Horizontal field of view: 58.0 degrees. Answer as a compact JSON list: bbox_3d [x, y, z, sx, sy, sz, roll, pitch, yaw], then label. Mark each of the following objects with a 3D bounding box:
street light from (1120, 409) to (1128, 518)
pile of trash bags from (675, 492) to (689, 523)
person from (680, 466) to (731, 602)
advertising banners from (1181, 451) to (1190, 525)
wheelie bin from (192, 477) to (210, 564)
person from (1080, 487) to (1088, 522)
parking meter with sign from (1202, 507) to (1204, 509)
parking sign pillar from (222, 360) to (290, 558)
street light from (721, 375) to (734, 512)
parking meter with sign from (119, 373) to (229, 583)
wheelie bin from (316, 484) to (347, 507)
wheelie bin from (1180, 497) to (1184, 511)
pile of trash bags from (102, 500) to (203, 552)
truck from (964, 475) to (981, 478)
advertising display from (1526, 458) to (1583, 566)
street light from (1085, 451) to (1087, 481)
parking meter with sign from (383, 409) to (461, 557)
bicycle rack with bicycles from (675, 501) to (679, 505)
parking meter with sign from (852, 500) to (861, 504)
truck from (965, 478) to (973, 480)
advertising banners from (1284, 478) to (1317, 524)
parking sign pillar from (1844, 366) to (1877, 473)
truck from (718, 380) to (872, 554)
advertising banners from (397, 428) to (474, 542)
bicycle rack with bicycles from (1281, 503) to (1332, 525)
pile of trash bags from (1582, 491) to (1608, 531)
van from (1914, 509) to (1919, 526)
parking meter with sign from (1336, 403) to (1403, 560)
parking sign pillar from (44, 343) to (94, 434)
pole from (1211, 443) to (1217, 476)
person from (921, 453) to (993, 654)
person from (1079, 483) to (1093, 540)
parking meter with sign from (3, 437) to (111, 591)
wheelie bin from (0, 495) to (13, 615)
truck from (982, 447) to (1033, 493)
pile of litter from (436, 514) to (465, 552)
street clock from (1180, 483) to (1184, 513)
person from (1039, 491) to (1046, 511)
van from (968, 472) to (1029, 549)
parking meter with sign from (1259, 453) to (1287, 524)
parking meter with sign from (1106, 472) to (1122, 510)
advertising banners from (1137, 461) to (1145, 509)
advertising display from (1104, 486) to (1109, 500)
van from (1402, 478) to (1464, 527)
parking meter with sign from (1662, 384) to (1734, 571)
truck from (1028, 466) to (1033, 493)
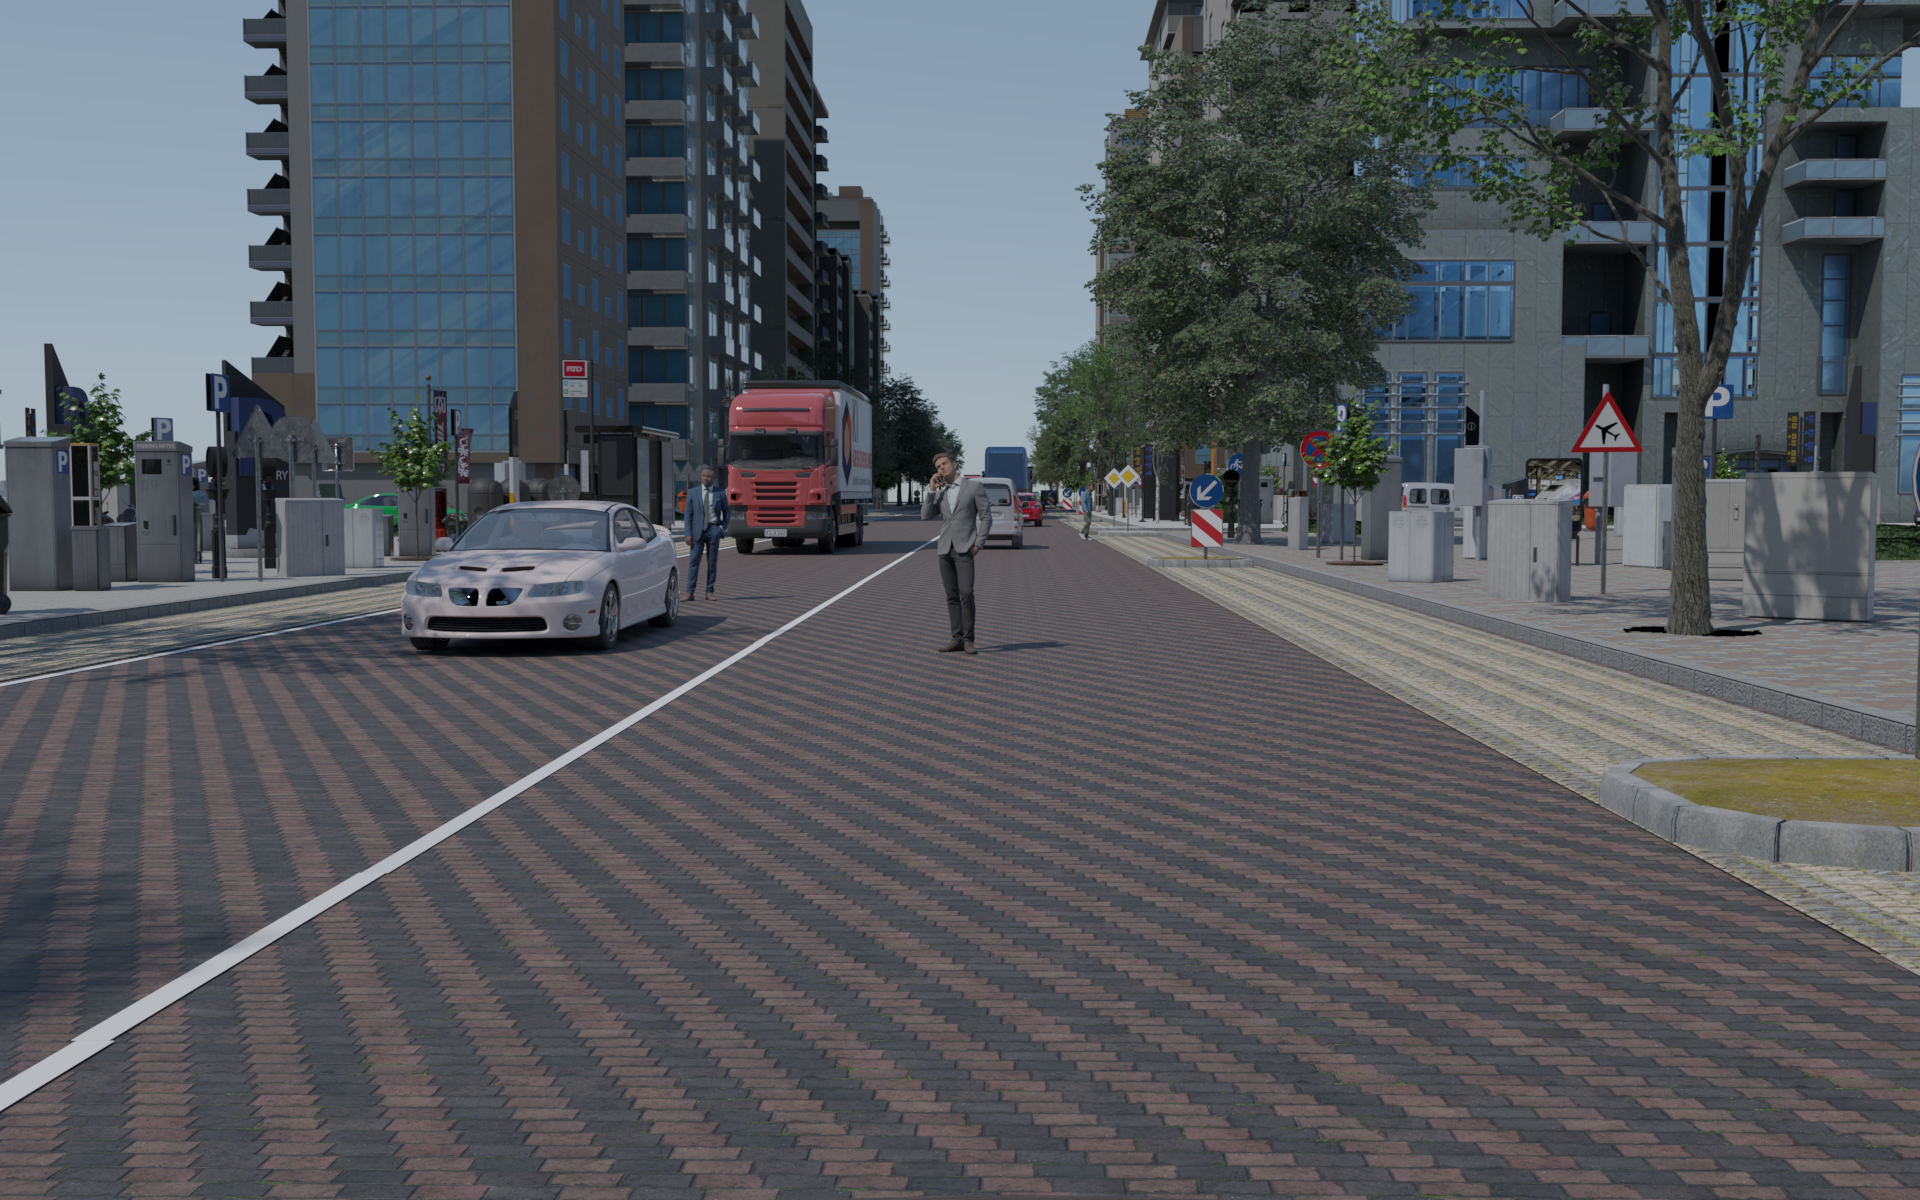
[{"bbox_3d":[8.731,-7.315,92.389,0.468,5.910,1.993,0,4,2],"label":"street light"},{"bbox_3d":[-13.454,-4.069,76.277,3.447,1.369,1.912,-2,4,-31],"label":"pile of trash bags"},{"bbox_3d":[-3.436,-0.893,23.278,0.721,1.800,0.419,-1,4,-16],"label":"person"},{"bbox_3d":[9.418,-4.633,71.940,0.090,3.025,2.074,1,4,21],"label":"advertising banners"},{"bbox_3d":[-14.258,-1.459,31.765,0.980,1.594,0.693,-1,4,-18],"label":"wheelie bin"},{"bbox_3d":[6.354,-4.812,87.269,0.391,1.810,0.635,2,4,34],"label":"person"},{"bbox_3d":[15.803,-6.759,106.776,1.738,3.016,0.543,1,4,14],"label":"parking meter with sign"},{"bbox_3d":[-14.283,-2.864,35.295,1.447,3.967,1.447,3,4,36],"label":"parking sign pillar"},{"bbox_3d":[-8.970,-5.800,67.612,0.468,5.910,1.993,0,4,2],"label":"street light"},{"bbox_3d":[-11.599,-1.772,25.240,1.738,3.016,0.543,0,4,2],"label":"parking meter with sign"},{"bbox_3d":[-19.201,-2.740,52.705,0.980,1.594,0.693,-2,4,-33],"label":"wheelie bin"},{"bbox_3d":[16.460,-7.365,128.330,0.980,1.594,0.693,0,4,6],"label":"wheelie bin"},{"bbox_3d":[-17.878,-1.649,36.712,1.912,1.369,3.447,1,4,16],"label":"pile of trash bags"},{"bbox_3d":[1.794,-16.043,251.215,2.839,4.237,11.283,0,4,1],"label":"truck"},{"bbox_3d":[10.627,-1.578,31.017,0.974,1.923,0.123,1,4,21],"label":"advertising display"},{"bbox_3d":[10.225,-10.301,141.212,0.468,5.910,1.993,0,4,2],"label":"street light"},{"bbox_3d":[-11.174,-2.405,35.575,1.738,3.016,0.543,0,4,-4],"label":"parking meter with sign"},{"bbox_3d":[-14.099,-4.658,89.537,2.852,0.926,2.925,-1,4,-16],"label":"bicycle rack with bicycles"},{"bbox_3d":[-7.939,-8.188,130.142,0.543,3.016,1.738,2,4,29],"label":"parking meter with sign"},{"bbox_3d":[1.258,-12.924,207.225,3.469,3.379,9.791,0,4,1],"label":"truck"},{"bbox_3d":[14.378,-4.676,72.636,0.090,3.025,2.074,-2,4,-33],"label":"advertising banners"},{"bbox_3d":[19.200,-2.969,37.008,1.447,3.967,1.447,1,4,21],"label":"parking sign pillar"},{"bbox_3d":[-4.047,-3.436,45.092,2.839,4.237,11.283,0,4,3],"label":"truck"},{"bbox_3d":[-13.784,-3.021,45.586,2.074,3.025,0.090,-3,4,-36],"label":"advertising banners"},{"bbox_3d":[14.141,-3.359,68.298,2.925,0.926,2.852,0,4,6],"label":"bicycle rack with bicycles"},{"bbox_3d":[15.852,-1.807,39.289,3.447,1.369,1.912,0,4,1],"label":"pile of trash bags"},{"bbox_3d":[37.460,-3.568,62.718,5.245,2.365,2.240,0,4,1],"label":"van"},{"bbox_3d":[8.206,-2.283,33.591,1.738,3.016,0.543,-1,4,-9],"label":"parking meter with sign"},{"bbox_3d":[-16.296,-2.644,31.700,1.447,3.967,1.447,-1,4,-13],"label":"parking sign pillar"},{"bbox_3d":[9.897,-4.507,67.529,0.158,3.312,0.155,0,3,0],"label":"pole"},{"bbox_3d":[-0.028,-0.427,15.664,0.592,1.802,0.473,3,5,43],"label":"person"},{"bbox_3d":[3.953,-2.759,53.951,0.444,1.785,0.601,2,4,34],"label":"person"},{"bbox_3d":[-12.204,-1.631,22.925,1.738,3.016,0.543,0,4,0],"label":"parking meter with sign"},{"bbox_3d":[-10.510,-0.643,18.426,0.693,1.594,0.980,-3,5,-40],"label":"wheelie bin"},{"bbox_3d":[2.243,-6.269,92.264,2.967,4.110,18.799,0,4,3],"label":"truck"},{"bbox_3d":[-11.294,-1.508,38.615,1.719,0.858,1.176,0,4,-1],"label":"pile of litter"},{"bbox_3d":[14.977,-6.938,118.007,0.358,2.002,0.471,-3,5,-42],"label":"street clock"},{"bbox_3d":[7.105,-8.518,148.493,0.721,1.735,1.217,-2,4,-24],"label":"person"},{"bbox_3d":[0.844,-2.406,46.356,2.013,2.044,4.112,0,4,3],"label":"van"},{"bbox_3d":[12.999,-4.748,73.884,1.738,3.016,0.543,0,4,0],"label":"parking meter with sign"},{"bbox_3d":[11.997,-8.462,134.610,0.543,3.016,1.738,-2,4,-34],"label":"parking meter with sign"},{"bbox_3d":[9.911,-5.838,91.641,0.090,3.025,2.074,-2,4,-26],"label":"advertising banners"},{"bbox_3d":[12.168,-8.366,141.994,0.123,1.923,0.974,-2,4,-34],"label":"advertising display"},{"bbox_3d":[17.826,-3.400,62.604,4.112,2.044,2.013,0,4,2],"label":"van"},{"bbox_3d":[12.035,-1.968,28.440,0.543,3.016,1.738,0,4,2],"label":"parking meter with sign"},{"bbox_3d":[6.145,-11.688,180.008,2.839,4.237,11.283,0,4,0],"label":"truck"}]
